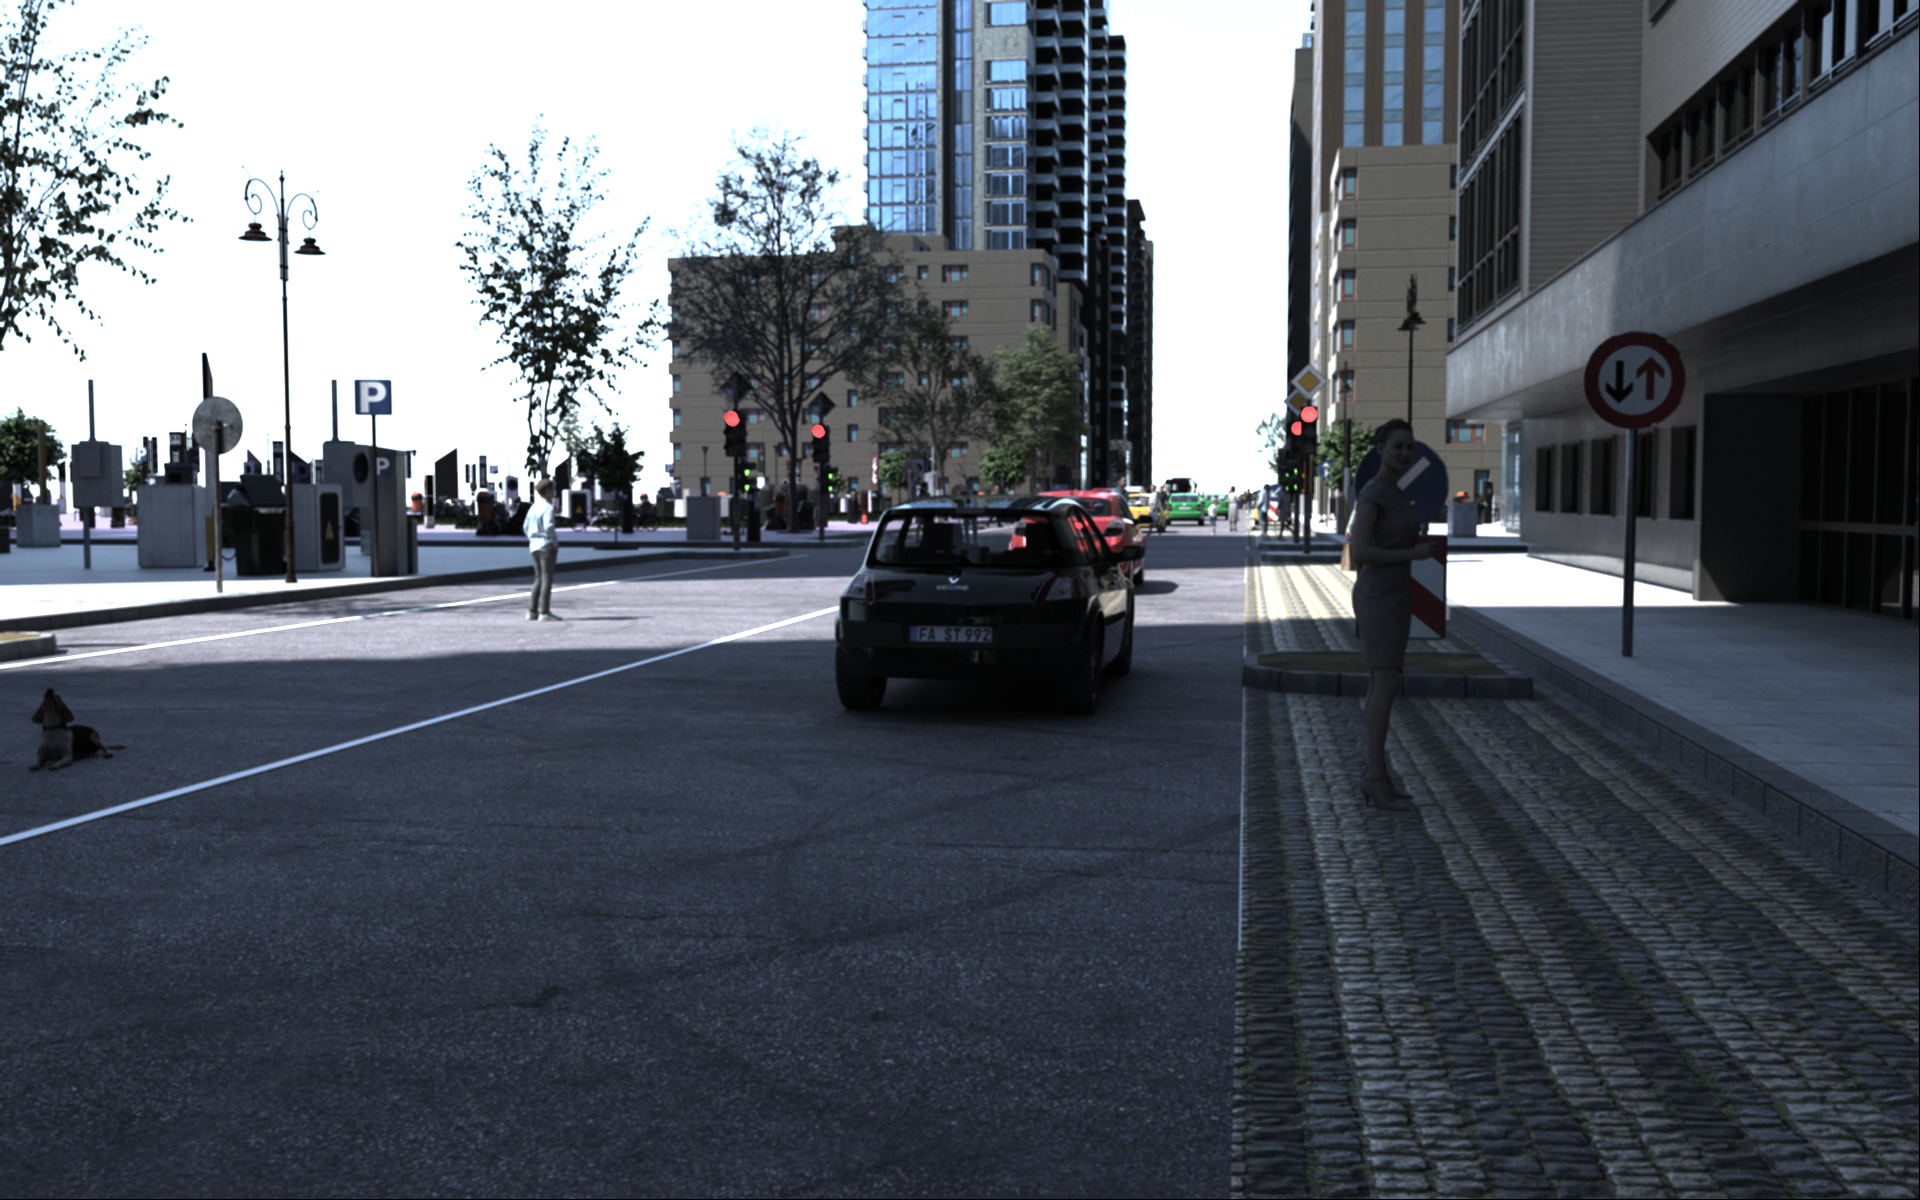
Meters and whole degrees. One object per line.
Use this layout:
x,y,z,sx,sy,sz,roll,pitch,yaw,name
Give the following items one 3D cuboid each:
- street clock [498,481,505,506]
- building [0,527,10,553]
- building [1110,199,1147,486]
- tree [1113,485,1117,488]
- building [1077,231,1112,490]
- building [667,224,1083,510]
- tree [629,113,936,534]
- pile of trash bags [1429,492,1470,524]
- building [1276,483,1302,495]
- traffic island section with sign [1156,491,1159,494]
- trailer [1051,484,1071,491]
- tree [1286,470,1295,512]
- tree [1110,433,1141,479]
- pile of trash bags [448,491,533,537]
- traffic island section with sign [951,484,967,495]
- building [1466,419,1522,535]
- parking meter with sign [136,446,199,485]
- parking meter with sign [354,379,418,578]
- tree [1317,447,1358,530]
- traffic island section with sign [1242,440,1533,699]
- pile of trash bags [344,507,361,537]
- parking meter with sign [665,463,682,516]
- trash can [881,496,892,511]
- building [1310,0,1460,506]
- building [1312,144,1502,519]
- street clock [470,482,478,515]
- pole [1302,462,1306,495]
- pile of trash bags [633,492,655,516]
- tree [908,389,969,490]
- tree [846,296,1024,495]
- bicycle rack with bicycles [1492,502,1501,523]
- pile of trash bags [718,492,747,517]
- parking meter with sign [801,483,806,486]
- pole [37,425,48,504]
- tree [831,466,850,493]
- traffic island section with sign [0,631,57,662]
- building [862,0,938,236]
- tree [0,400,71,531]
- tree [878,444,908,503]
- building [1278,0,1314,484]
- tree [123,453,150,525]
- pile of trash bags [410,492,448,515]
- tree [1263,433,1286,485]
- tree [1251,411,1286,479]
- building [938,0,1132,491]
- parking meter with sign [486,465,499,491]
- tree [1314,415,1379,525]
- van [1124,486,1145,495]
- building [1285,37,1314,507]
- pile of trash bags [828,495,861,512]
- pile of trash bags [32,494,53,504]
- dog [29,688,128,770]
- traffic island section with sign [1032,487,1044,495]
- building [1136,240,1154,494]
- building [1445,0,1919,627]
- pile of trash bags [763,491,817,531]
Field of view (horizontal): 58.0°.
-25.320,-5.590,95.969,0.358,2.002,0.471,3,5,45,street clock
-33.944,-29.811,29.408,28.212,58.520,21.231,1,4,9,building
15.469,-36.498,251.364,22.147,44.769,28.867,1,4,9,building
17.918,-12.141,193.108,1.663,3.219,1.824,0,3,0,tree
8.972,-25.557,189.565,14.160,30.474,14.107,1,4,9,building
-5.373,-17.959,138.671,27.650,21.520,28.899,1,4,9,building
-5.563,-8.940,56.532,12.009,13.543,11.850,0,3,0,tree
21.319,-4.073,76.345,3.447,1.369,1.912,-3,5,-40,pile of trash bags
64.330,-34.838,261.485,32.217,40.220,23.993,1,4,9,building
26.040,-13.385,227.475,1.989,1.847,2.006,1,4,9,traffic island section with sign
6.034,-5.916,103.769,1.471,1.999,3.904,1,4,10,trailer
27.059,-9.026,142.173,1.663,3.219,1.824,0,3,0,tree
18.425,-15.152,198.092,4.360,8.622,3.978,0,3,0,tree
-14.137,-2.676,53.511,1.912,1.369,3.447,0,4,5,pile of trash bags
-0.049,-3.752,69.971,1.989,1.847,2.006,1,4,9,traffic island section with sign
31.638,-26.508,53.014,30.456,49.044,23.786,1,4,9,building
-18.948,-2.806,42.146,1.738,3.016,0.543,0,4,-4,parking meter with sign
-8.952,-1.891,27.184,0.543,3.016,1.738,0,4,-3,parking meter with sign
13.920,-4.139,62.269,1.663,3.219,1.824,0,3,0,tree
3.151,-0.273,13.088,1.989,1.847,2.006,1,4,9,traffic island section with sign
-19.441,-2.614,52.487,3.447,1.369,1.912,3,5,43,pile of trash bags
-16.039,-6.205,97.708,0.543,3.016,1.738,-2,4,-33,parking meter with sign
-4.332,-5.535,102.144,0.748,1.137,0.748,0,3,0,trash can
35.415,-29.879,138.637,14.600,45.320,14.200,1,4,9,building
34.841,-15.511,98.641,27.650,21.520,28.899,1,4,9,building
-30.136,-6.285,107.334,0.471,2.002,0.358,2,4,32,street clock
21.721,-7.069,109.429,0.158,3.312,0.155,0,3,0,pole
-17.154,-5.073,92.695,1.912,1.369,3.447,0,4,-1,pile of trash bags
-1.526,-10.418,120.701,4.360,8.622,3.978,0,3,0,tree
-0.848,-8.967,81.019,8.767,10.594,7.601,-2,4,-31,tree
24.504,-3.848,76.294,2.925,0.926,2.852,-2,4,-33,bicycle rack with bicycles
-11.914,-5.276,96.021,3.447,1.369,1.912,1,4,22,pile of trash bags
-10.907,-7.494,118.780,1.738,3.016,0.543,-3,4,-36,parking meter with sign
-27.078,-3.504,51.136,0.158,3.312,0.155,0,3,0,pole
-8.342,-7.568,118.345,1.663,3.219,1.824,0,3,0,tree
-9.147,-0.398,15.127,1.989,1.847,2.006,1,4,9,traffic island section with sign
2.061,-52.202,166.178,22.319,86.520,31.000,1,4,9,building
-32.880,-4.717,60.834,4.285,4.588,4.351,0,3,0,tree
-3.865,-7.833,111.777,4.285,4.588,4.351,0,3,0,tree
54.877,-56.332,233.702,22.319,86.520,31.000,1,4,9,building
-33.746,-4.698,71.419,1.663,3.219,1.824,0,3,0,tree
-23.668,-4.192,78.292,1.912,1.369,3.447,1,4,18,pile of trash bags
37.840,-15.398,202.123,4.737,8.622,4.395,0,3,0,tree
38.934,-17.340,209.259,9.928,11.665,9.643,0,3,0,tree
11.230,-55.525,220.505,22.319,86.520,31.000,1,4,9,building
-28.291,-6.620,104.499,0.543,3.016,1.738,-2,4,-28,parking meter with sign
16.168,-5.379,71.667,4.285,4.588,4.351,0,3,0,tree
9.140,-5.278,93.302,2.013,2.044,4.112,1,4,11,van
45.113,-34.022,179.955,21.300,48.544,21.600,1,4,9,building
-7.158,-5.473,99.235,3.447,1.369,1.912,3,5,41,pile of trash bags
-62.689,-6.569,117.147,1.912,1.369,3.447,1,4,10,pile of trash bags
-4.738,0.663,9.348,0.550,0.427,0.748,3,4,36,dog
4.354,-5.378,96.566,1.989,1.847,2.006,1,4,9,traffic island section with sign
22.967,-35.986,271.962,14.154,41.232,14.086,1,4,9,building
14.575,-12.263,19.575,14.314,24.678,30.058,1,4,9,building
-6.116,-3.163,61.470,1.912,1.369,3.447,0,4,3,pile of trash bags
